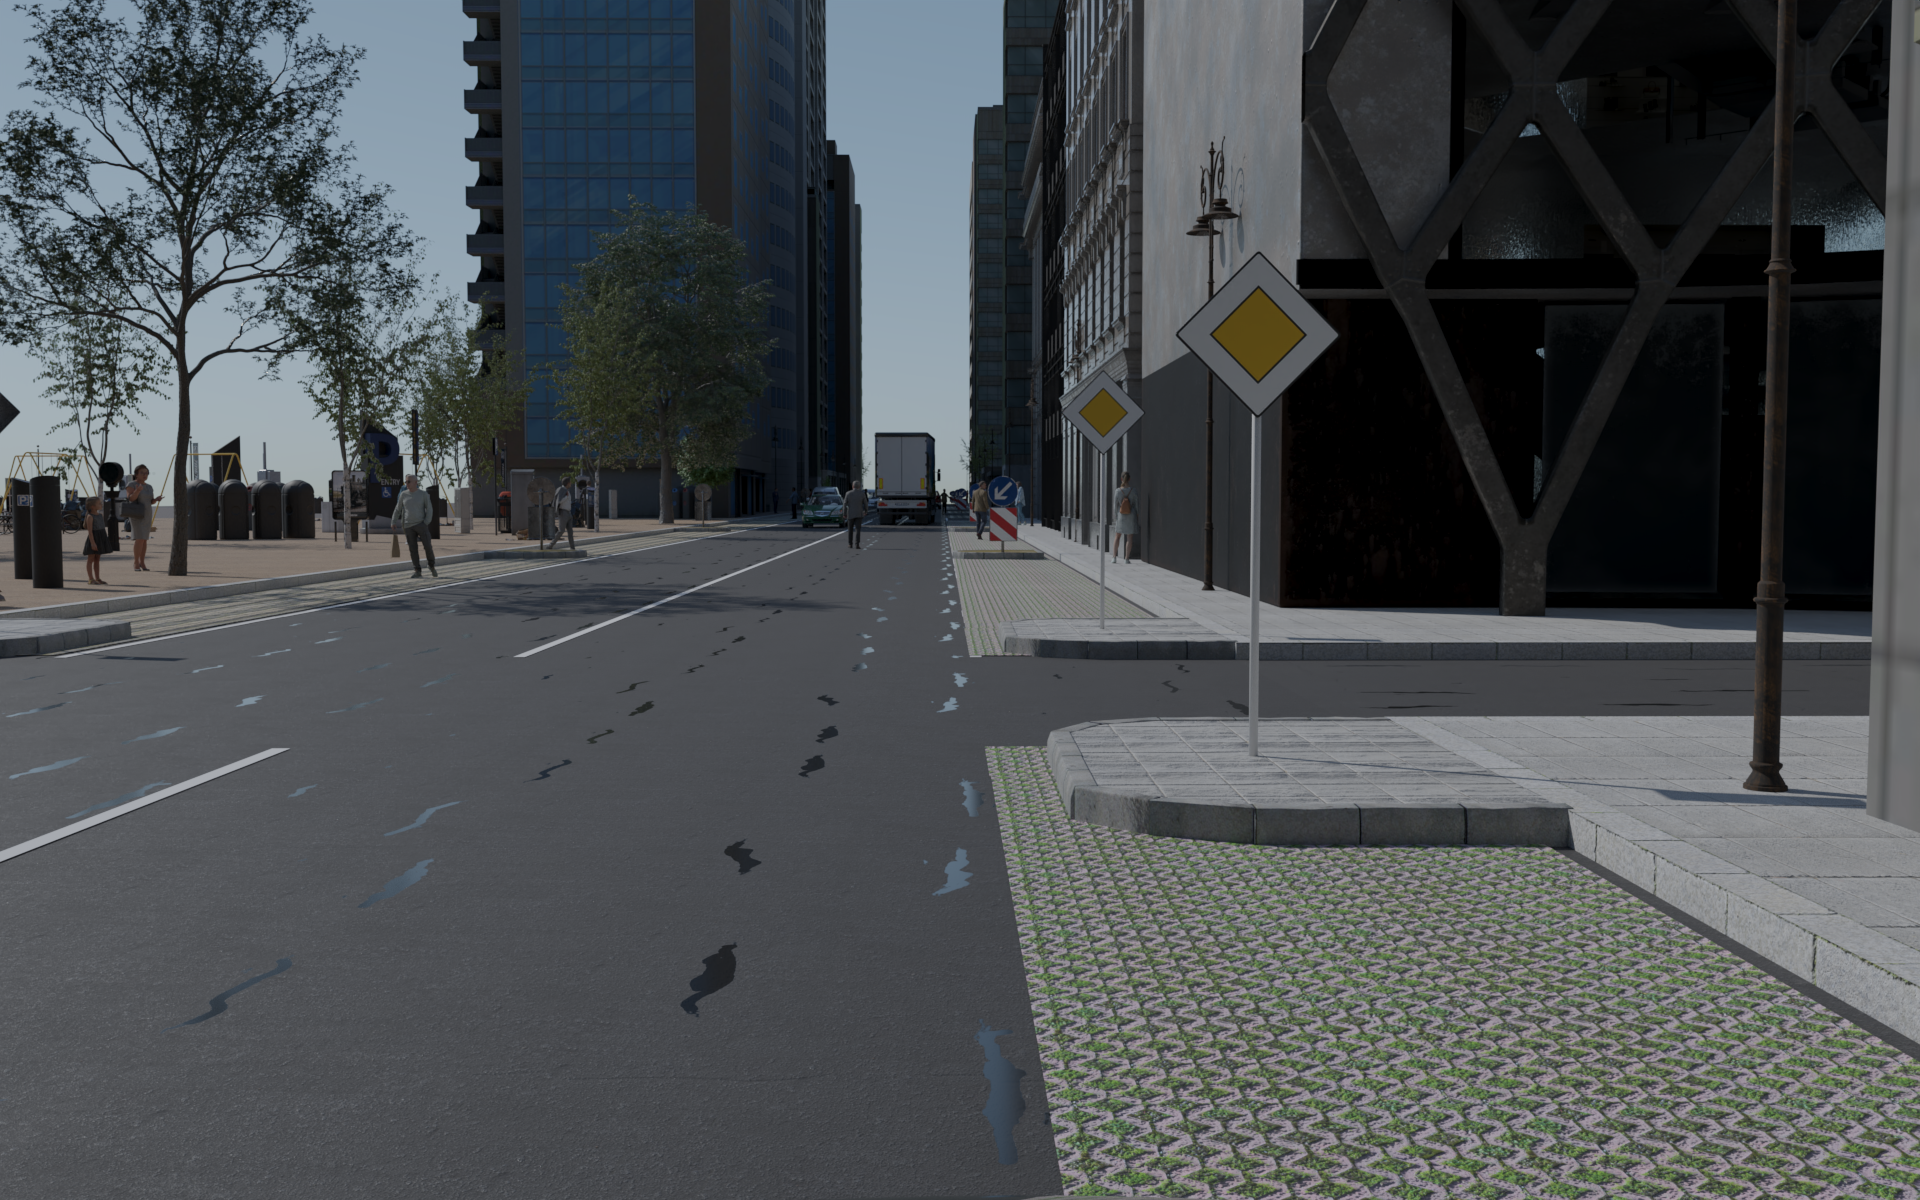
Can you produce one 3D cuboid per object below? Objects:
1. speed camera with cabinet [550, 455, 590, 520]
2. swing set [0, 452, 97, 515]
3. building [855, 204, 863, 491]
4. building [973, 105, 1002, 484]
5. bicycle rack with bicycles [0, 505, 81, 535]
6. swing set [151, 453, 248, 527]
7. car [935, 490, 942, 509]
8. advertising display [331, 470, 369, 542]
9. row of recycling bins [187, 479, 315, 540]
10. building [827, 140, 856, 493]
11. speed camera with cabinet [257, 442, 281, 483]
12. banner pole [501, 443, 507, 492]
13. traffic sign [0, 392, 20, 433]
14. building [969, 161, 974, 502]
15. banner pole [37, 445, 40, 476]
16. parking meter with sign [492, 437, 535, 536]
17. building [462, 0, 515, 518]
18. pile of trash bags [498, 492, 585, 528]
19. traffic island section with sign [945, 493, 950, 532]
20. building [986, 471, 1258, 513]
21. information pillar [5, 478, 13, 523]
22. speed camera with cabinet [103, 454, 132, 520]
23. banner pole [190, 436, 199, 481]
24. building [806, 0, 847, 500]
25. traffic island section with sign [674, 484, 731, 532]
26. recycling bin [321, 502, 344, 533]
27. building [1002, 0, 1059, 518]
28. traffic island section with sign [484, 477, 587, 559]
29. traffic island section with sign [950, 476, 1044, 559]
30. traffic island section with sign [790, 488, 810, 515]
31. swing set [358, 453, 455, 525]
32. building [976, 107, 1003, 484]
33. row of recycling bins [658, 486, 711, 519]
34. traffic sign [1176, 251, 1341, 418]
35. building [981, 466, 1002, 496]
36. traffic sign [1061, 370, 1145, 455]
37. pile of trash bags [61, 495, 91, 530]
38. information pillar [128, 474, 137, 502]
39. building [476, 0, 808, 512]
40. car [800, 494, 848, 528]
[{"bbox_3d":[-19.573,-5.642,86.587,2.038,3.252,0.660,-1,4,-17],"label":"speed camera with cabinet"},{"bbox_3d":[-36.793,-4.419,69.869,3.119,2.851,2.862,0,4,5],"label":"swing set"},{"bbox_3d":[-20.706,-33.858,237.165,14.154,41.232,14.086,0,4,-1],"label":"building"},{"bbox_3d":[8.505,-33.647,200.238,14.600,45.320,14.200,0,4,-1],"label":"building"},{"bbox_3d":[-29.642,-2.521,54.601,2.925,0.926,2.852,-1,4,-9],"label":"bicycle rack with bicycles"},{"bbox_3d":[-28.951,-4.228,66.755,3.119,2.851,2.862,1,4,19],"label":"swing set"},{"bbox_3d":[-2.779,-9.556,164.916,2.281,1.827,5.304,0,4,1],"label":"car"},{"bbox_3d":[-16.392,-2.530,46.581,0.974,1.923,0.123,0,4,2],"label":"advertising display"},{"bbox_3d":[-20.124,-2.571,49.153,3.534,1.692,1.069,-3,5,-39],"label":"row of recycling bins"},{"bbox_3d":[-20.697,-35.034,222.923,14.600,45.320,14.200,0,4,-1],"label":"building"},{"bbox_3d":[-25.690,-4.364,65.680,2.038,3.252,0.660,2,4,25],"label":"speed camera with cabinet"},{"bbox_3d":[-22.297,-5.796,84.774,0.401,3.779,0.863,0,4,8],"label":"banner pole"},{"bbox_3d":[-9.224,-0.862,16.282,0.795,2.593,0.064,0,4,-1],"label":"traffic sign"},{"bbox_3d":[12.108,-37.687,239.880,21.300,48.544,21.600,0,4,-1],"label":"building"},{"bbox_3d":[-47.079,-6.028,88.575,0.401,3.779,0.863,-2,4,-24],"label":"banner pole"},{"bbox_3d":[-13.508,-3.503,53.539,1.738,3.016,0.543,0,4,-7],"label":"parking meter with sign"},{"bbox_3d":[-18.983,-27.382,97.806,14.600,45.320,14.200,0,4,-1],"label":"building"},{"bbox_3d":[-16.122,-3.485,66.730,3.447,1.369,1.912,0,4,8],"label":"pile of trash bags"},{"bbox_3d":[0.543,-3.494,65.748,1.989,1.847,2.006,0,4,-1],"label":"traffic island section with sign"},{"bbox_3d":[18.332,-27.046,134.088,32.217,40.220,23.993,0,4,-1],"label":"building"},{"bbox_3d":[-42.854,-4.508,78.195,0.304,2.012,0.304,2,4,28],"label":"information pillar"},{"bbox_3d":[-41.256,-5.545,84.995,2.038,3.252,0.660,2,4,33],"label":"speed camera with cabinet"},{"bbox_3d":[-32.911,-5.164,74.453,0.863,3.779,0.401,3,4,38],"label":"banner pole"},{"bbox_3d":[-24.009,-46.853,204.296,20.563,71.187,20.611,0,4,-1],"label":"building"},{"bbox_3d":[-9.779,-3.507,65.968,1.989,1.847,2.006,0,4,-1],"label":"traffic island section with sign"},{"bbox_3d":[-20.831,-2.775,57.919,0.722,1.027,0.722,1,4,21],"label":"recycling bin"},{"bbox_3d":[9.399,-20.073,99.899,14.160,30.474,14.107,0,4,-1],"label":"building"},{"bbox_3d":[-9.496,-1.858,39.014,1.989,1.847,2.006,0,4,-1],"label":"traffic island section with sign"},{"bbox_3d":[0.828,-1.835,38.631,1.989,1.847,2.006,0,4,-1],"label":"traffic island section with sign"},{"bbox_3d":[-10.316,-6.577,116.160,1.989,1.847,2.006,0,4,-1],"label":"traffic island section with sign"},{"bbox_3d":[-21.347,-4.232,66.813,2.862,2.851,3.119,1,4,12],"label":"swing set"},{"bbox_3d":[8.763,-30.743,186.248,14.154,41.232,14.086,0,4,-1],"label":"building"},{"bbox_3d":[-14.240,-5.043,89.565,3.534,1.692,1.069,3,4,37],"label":"row of recycling bins"},{"bbox_3d":[1.455,-0.379,8.389,0.795,2.593,0.064,0,4,-1],"label":"traffic sign"},{"bbox_3d":[12.395,-43.859,155.341,20.563,71.187,20.611,0,4,-1],"label":"building"},{"bbox_3d":[1.370,-0.868,16.374,0.795,2.593,0.064,0,4,-1],"label":"traffic sign"},{"bbox_3d":[-31.962,-3.132,60.958,1.912,1.369,3.447,1,4,8],"label":"pile of trash bags"},{"bbox_3d":[-30.807,-3.679,64.636,0.304,2.012,0.304,3,4,37],"label":"information pillar"},{"bbox_3d":[-23.389,-36.168,133.340,21.231,58.520,28.212,0,4,-1],"label":"building"},{"bbox_3d":[-5.788,-3.854,74.814,2.131,1.459,4.920,0,4,0],"label":"car"}]
